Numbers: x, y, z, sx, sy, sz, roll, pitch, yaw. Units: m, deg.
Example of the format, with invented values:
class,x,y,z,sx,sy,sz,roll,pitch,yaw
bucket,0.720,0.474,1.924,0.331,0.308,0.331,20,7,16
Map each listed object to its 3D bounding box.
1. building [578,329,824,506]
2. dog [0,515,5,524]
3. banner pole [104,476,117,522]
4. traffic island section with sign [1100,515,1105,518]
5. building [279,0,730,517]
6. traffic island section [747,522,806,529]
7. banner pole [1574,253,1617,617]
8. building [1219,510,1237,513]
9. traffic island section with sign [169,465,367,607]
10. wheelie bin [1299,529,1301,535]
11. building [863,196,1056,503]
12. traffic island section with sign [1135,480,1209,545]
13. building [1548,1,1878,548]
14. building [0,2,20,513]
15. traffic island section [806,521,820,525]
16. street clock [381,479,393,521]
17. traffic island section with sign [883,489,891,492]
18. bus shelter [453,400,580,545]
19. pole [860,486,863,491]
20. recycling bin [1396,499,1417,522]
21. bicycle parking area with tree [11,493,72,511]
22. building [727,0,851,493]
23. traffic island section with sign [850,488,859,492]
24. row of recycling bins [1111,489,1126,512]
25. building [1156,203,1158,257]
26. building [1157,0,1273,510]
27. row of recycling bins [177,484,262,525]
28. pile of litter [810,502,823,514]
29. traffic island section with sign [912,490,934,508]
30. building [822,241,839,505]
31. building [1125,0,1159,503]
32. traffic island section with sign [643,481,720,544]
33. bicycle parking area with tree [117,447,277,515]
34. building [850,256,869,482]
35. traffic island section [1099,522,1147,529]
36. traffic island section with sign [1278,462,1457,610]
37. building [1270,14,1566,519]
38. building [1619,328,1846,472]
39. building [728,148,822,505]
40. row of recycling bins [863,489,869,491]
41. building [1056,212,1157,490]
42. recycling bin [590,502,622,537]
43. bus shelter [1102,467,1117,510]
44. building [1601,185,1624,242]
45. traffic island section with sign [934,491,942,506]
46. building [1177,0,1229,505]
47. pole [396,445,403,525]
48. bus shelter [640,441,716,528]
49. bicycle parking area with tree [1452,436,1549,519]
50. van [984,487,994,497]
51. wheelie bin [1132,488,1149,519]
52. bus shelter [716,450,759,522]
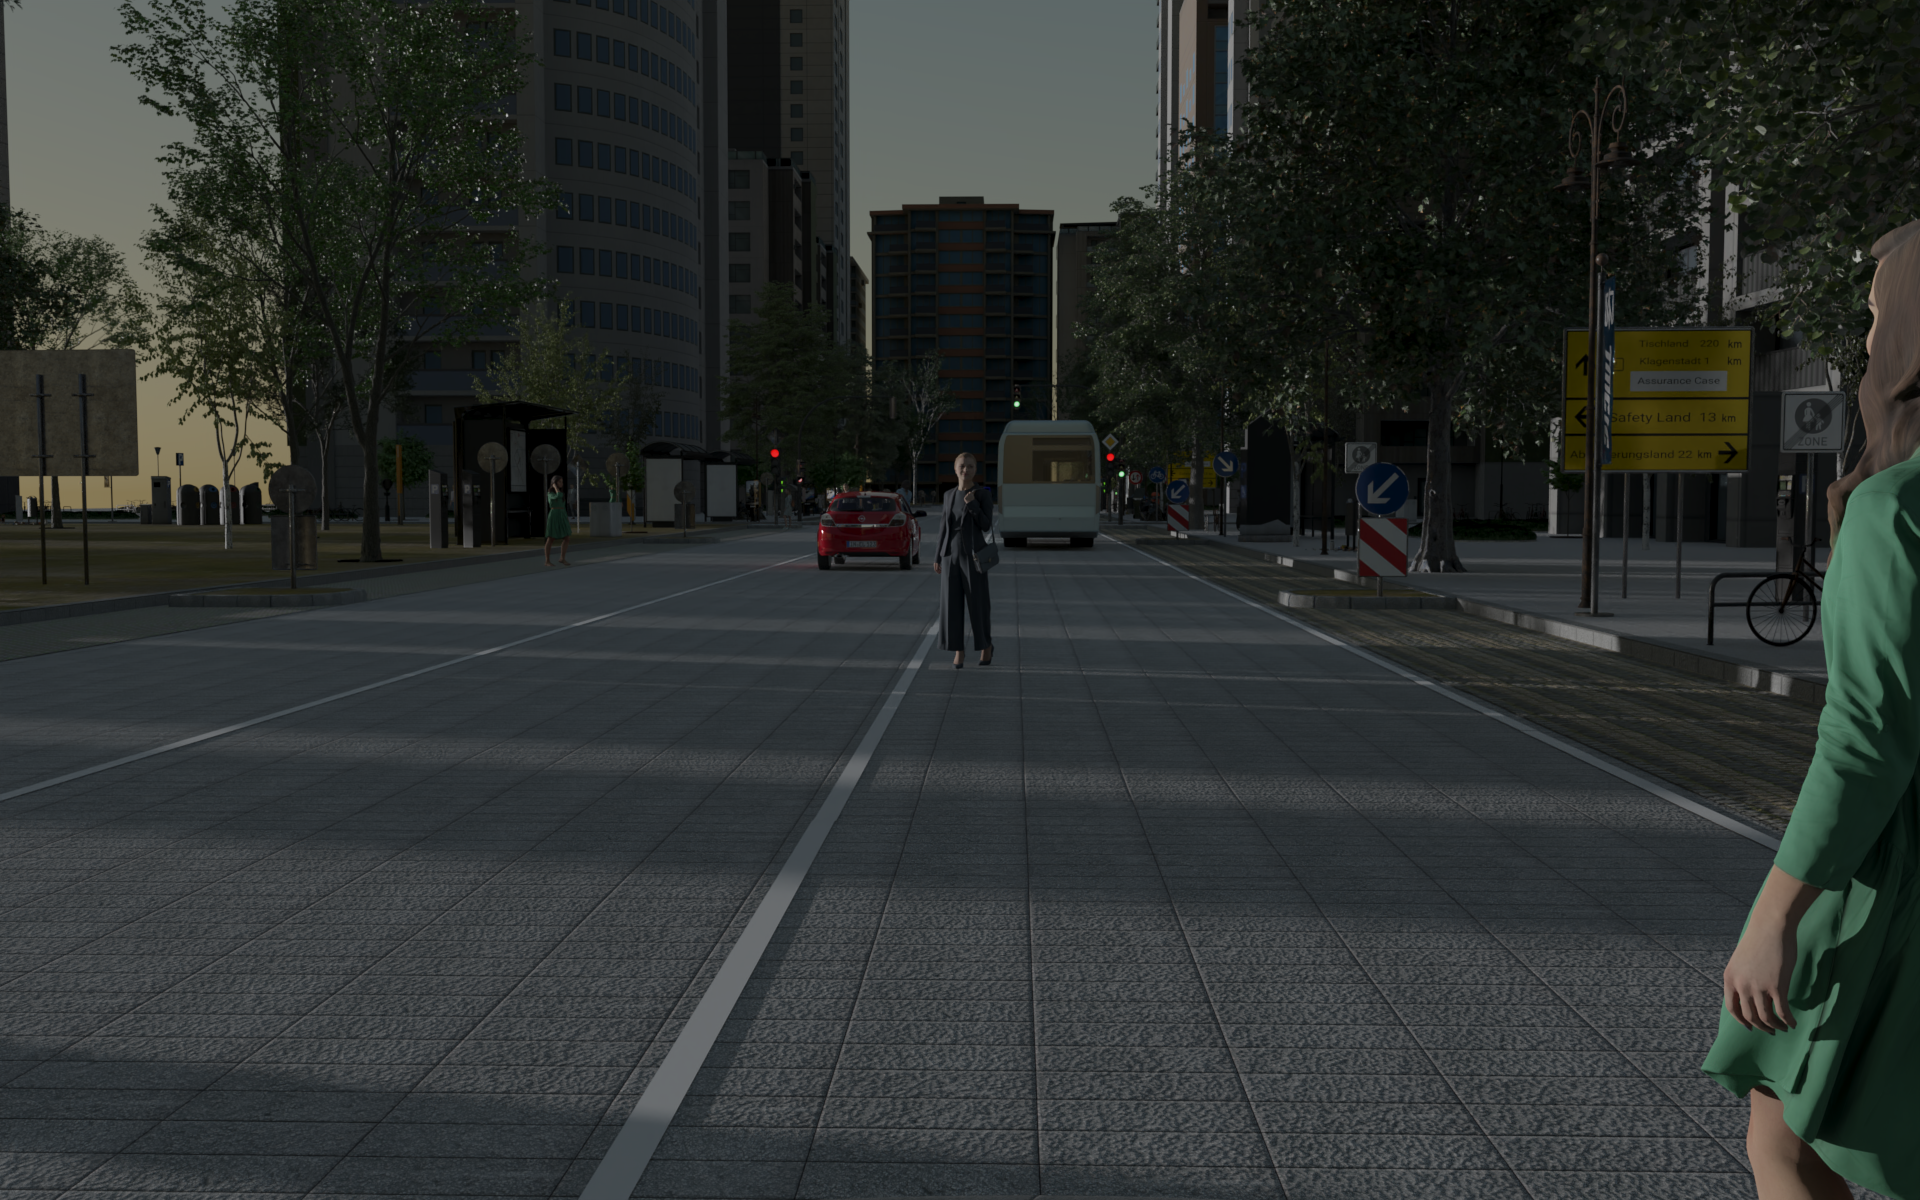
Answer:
class,x,y,z,sx,sy,sz,roll,pitch,yaw
building,-28.842,-19.977,171.666,27.650,21.520,28.899,0,4,2
dog,-43.211,-3.594,78.045,0.406,0.507,0.540,-3,5,-40
banner pole,-39.819,-5.565,81.009,0.863,3.779,0.401,2,4,35
traffic island section with sign,7.718,-5.884,104.828,1.989,1.847,2.006,0,4,2
building,-27.305,-34.641,108.376,21.231,58.520,28.212,0,4,2
traffic island section,-7.725,-3.081,72.647,2.009,0.180,2.903,0,4,2
banner pole,6.643,-1.705,17.891,0.401,3.779,0.863,1,4,8
building,28.578,-35.104,115.948,21.231,58.520,28.212,0,4,2
traffic island section with sign,-8.947,-0.861,22.704,1.989,1.847,2.006,0,4,2
wheelie bin,10.581,-2.851,54.524,0.693,1.594,0.980,1,4,16
building,-0.406,-36.865,257.372,28.867,44.769,22.147,0,4,2
traffic island section with sign,6.016,-2.485,49.252,1.989,1.847,2.006,0,4,2
building,28.988,-37.017,43.475,20.563,71.187,20.611,0,4,2
building,-68.845,-40.195,95.440,20.611,71.187,20.563,0,4,2
traffic island section,-7.478,-3.569,80.628,2.009,0.180,2.903,0,4,2
street clock,-26.813,-4.678,81.055,0.471,2.002,0.358,-3,4,-38
traffic island section with sign,-5.554,-7.561,132.242,1.989,1.847,2.006,0,4,2
bus shelter,-11.799,-3.377,46.490,1.731,3.624,6.357,0,4,2
pole,-7.500,-8.418,131.477,0.158,3.312,0.155,0,3,0
recycling bin,20.805,-4.170,80.740,0.722,1.027,0.722,-1,4,-18
bicycle parking area with tree,-52.858,-6.548,94.067,8.231,4.147,9.016,-2,4,-26
building,-24.527,-47.355,212.506,20.611,71.187,20.563,0,4,2
traffic island section with sign,-6.390,-5.913,105.300,1.989,1.847,2.006,0,4,2
row of recycling bins,11.593,-7.310,126.623,1.069,1.692,3.534,1,4,8
building,39.721,-38.656,255.730,21.600,48.544,21.300,0,4,2
building,30.735,-38.821,176.715,21.231,58.520,28.212,0,4,2
row of recycling bins,-31.063,-4.007,72.630,1.069,1.692,3.534,3,5,39
pile of litter,-9.223,-5.919,110.736,1.719,0.858,1.176,2,4,27
traffic island section with sign,-4.001,-10.624,182.329,1.989,1.847,2.006,0,4,2
building,-21.251,-25.745,192.632,14.160,30.474,14.107,0,4,2
building,32.001,-54.600,205.386,22.319,86.520,31.000,0,4,2
traffic island section with sign,-8.068,-2.564,50.551,1.989,1.847,2.006,0,4,2
bicycle parking area with tree,-47.554,-7.392,107.864,8.231,4.147,9.016,-3,5,-44
building,-26.695,-34.995,264.050,23.993,40.220,32.217,0,4,2
traffic island section,6.709,-3.053,72.198,2.009,0.180,2.903,0,4,2
traffic island section with sign,5.167,-0.837,22.310,1.989,1.847,2.006,0,4,2
building,24.650,-19.707,93.903,14.107,30.474,14.160,0,4,2
building,57.480,-15.543,99.161,28.899,21.520,27.650,0,4,2
building,-19.968,-23.052,148.596,14.160,30.474,14.107,0,4,2
row of recycling bins,-8.226,-8.362,143.825,1.069,1.692,3.534,-1,4,-17
building,21.188,-34.821,252.921,14.086,41.232,14.154,0,4,2
recycling bin,-10.615,-2.407,51.903,0.722,1.027,0.722,1,4,18
bus shelter,12.104,-9.357,144.270,1.731,3.624,6.357,0,4,2
building,72.631,-35.923,211.036,21.600,48.544,21.300,0,4,2
traffic island section with sign,-3.152,-12.300,209.725,1.989,1.847,2.006,0,4,2
building,25.908,-30.305,145.599,14.600,45.320,14.200,0,4,2
pole,-23.236,-4.768,71.807,0.158,3.312,0.155,0,3,0
bus shelter,-11.241,-4.558,68.451,2.014,3.302,5.546,0,4,2
bicycle parking area with tree,23.517,-4.869,66.607,9.016,4.147,8.231,-3,5,-42
van,1.848,-9.050,152.354,2.240,2.365,5.245,0,4,1
wheelie bin,9.327,-4.987,89.447,0.980,1.594,0.693,3,4,37
bus shelter,-10.973,-5.412,82.407,2.014,3.302,5.546,0,4,2
